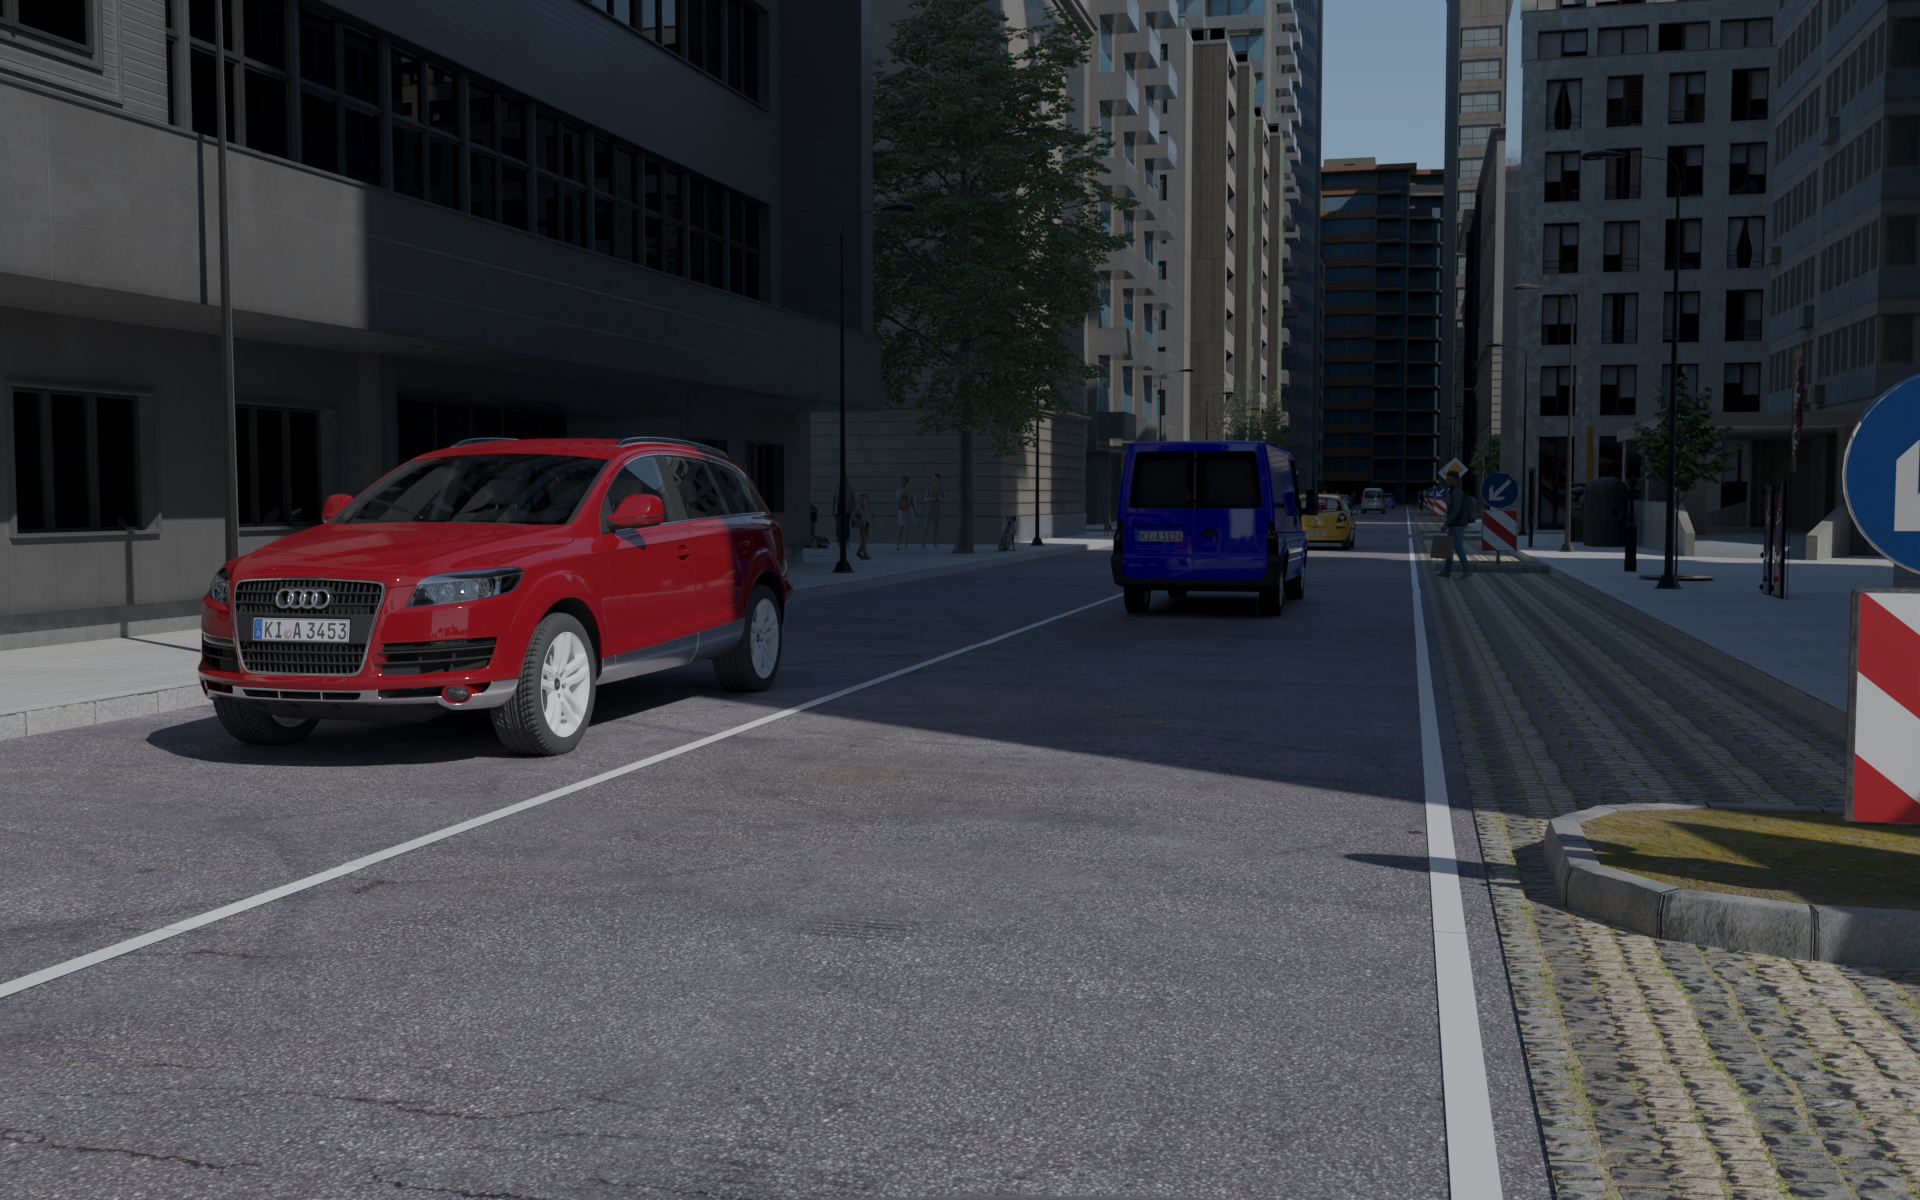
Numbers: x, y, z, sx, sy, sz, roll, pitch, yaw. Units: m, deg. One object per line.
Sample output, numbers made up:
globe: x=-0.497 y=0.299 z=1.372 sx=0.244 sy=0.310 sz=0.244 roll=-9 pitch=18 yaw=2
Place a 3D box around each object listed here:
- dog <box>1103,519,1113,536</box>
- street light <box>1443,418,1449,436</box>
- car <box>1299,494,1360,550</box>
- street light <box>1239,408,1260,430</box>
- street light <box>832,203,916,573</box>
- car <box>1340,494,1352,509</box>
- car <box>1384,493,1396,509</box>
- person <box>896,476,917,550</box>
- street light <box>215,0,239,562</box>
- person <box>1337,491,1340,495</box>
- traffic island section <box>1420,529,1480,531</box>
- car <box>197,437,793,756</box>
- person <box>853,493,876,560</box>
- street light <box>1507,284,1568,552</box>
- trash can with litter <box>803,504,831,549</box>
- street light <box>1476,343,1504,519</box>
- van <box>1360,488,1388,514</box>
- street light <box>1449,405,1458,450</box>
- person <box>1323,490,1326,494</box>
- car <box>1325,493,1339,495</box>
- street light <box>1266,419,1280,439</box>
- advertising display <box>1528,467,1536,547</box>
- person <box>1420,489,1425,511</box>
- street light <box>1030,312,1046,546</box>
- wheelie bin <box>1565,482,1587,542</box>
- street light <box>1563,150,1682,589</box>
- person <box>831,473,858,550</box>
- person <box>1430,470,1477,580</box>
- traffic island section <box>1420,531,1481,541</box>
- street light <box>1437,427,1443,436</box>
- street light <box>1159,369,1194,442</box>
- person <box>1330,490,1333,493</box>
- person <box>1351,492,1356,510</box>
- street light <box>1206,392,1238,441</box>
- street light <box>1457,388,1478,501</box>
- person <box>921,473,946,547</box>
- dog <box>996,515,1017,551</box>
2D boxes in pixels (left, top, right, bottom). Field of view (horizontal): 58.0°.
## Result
dog: x=4.591 y=-2.251 z=53.630 sx=0.406 sy=0.507 sz=0.540 roll=-1 pitch=4 yaw=-17
street light: x=30.133 y=-8.087 z=104.757 sx=1.470 sy=5.913 sz=1.316 roll=1 pitch=4 yaw=14
car: x=9.497 y=-2.166 z=45.642 sx=2.015 sy=1.641 sz=3.980 roll=1 pitch=4 yaw=15
street light: x=15.481 y=-7.399 z=93.520 sx=1.470 sy=5.913 sz=1.316 roll=1 pitch=4 yaw=14
street light: x=-1.384 y=-3.388 z=27.938 sx=1.470 sy=5.913 sz=1.316 roll=1 pitch=4 yaw=14
car: x=36.161 y=-9.322 z=164.209 sx=2.131 sy=1.459 sz=4.920 roll=1 pitch=4 yaw=14
car: x=41.944 y=-9.846 z=170.566 sx=1.945 sy=1.707 sz=3.694 roll=1 pitch=4 yaw=14
person: x=-1.243 y=-1.984 z=39.482 sx=0.512 sy=1.701 sz=0.522 roll=1 pitch=4 yaw=12
street light: x=-5.179 y=-2.493 z=13.298 sx=1.470 sy=5.913 sz=1.316 roll=1 pitch=4 yaw=14
person: x=30.898 y=-8.091 z=141.708 sx=0.541 sy=1.710 sz=0.530 roll=2 pitch=4 yaw=31
traffic island section: x=17.585 y=-2.443 z=62.231 sx=2.009 sy=0.180 sz=2.903 roll=1 pitch=4 yaw=14
car: x=-2.736 y=-0.163 z=11.333 sx=2.281 sy=1.827 sz=5.304 roll=1 pitch=4 yaw=14
person: x=-1.862 y=-1.442 z=33.894 sx=0.475 sy=1.303 sz=0.640 roll=-3 pitch=4 yaw=-36
street light: x=12.934 y=-4.025 z=38.349 sx=1.470 sy=5.913 sz=1.316 roll=1 pitch=4 yaw=14
trash can with litter: x=-3.486 y=-1.821 z=41.162 sx=1.055 sy=1.170 sz=0.624 roll=3 pitch=5 yaw=43
street light: x=16.846 y=-4.946 z=53.414 sx=1.470 sy=5.913 sz=1.316 roll=1 pitch=4 yaw=14
van: x=30.139 y=-7.284 z=126.106 sx=2.013 sy=2.044 sz=4.112 roll=1 pitch=4 yaw=16
street light: x=26.385 y=-7.207 z=90.372 sx=1.470 sy=5.913 sz=1.316 roll=1 pitch=4 yaw=14
person: x=30.038 y=-8.208 z=143.233 sx=0.750 sy=1.759 sz=0.617 roll=-1 pitch=4 yaw=-16
car: x=27.341 y=-7.274 z=127.977 sx=2.155 sy=1.783 sz=4.494 roll=1 pitch=4 yaw=13
street light: x=19.202 y=-8.280 z=107.912 sx=1.470 sy=5.913 sz=1.316 roll=1 pitch=4 yaw=14
advertising display: x=13.866 y=-2.251 z=42.018 sx=0.123 sy=1.923 sz=0.974 roll=1 pitch=4 yaw=20
person: x=38.101 y=-8.237 z=142.807 sx=0.705 sy=1.869 sz=1.348 roll=2 pitch=4 yaw=26
street light: x=2.442 y=-4.294 z=42.742 sx=1.470 sy=5.913 sz=1.316 roll=1 pitch=4 yaw=14
wheelie bin: x=16.655 y=-2.353 z=46.378 sx=0.693 sy=1.594 sz=0.980 roll=-3 pitch=5 yaw=-45
street light: x=9.086 y=-3.114 z=23.453 sx=1.470 sy=5.913 sz=1.316 roll=1 pitch=4 yaw=14
person: x=-2.635 y=-2.079 z=40.216 sx=0.709 sy=1.800 sz=0.728 roll=0 pitch=4 yaw=6
person: x=8.179 y=-1.238 z=28.726 sx=0.713 sy=1.824 sz=0.794 roll=2 pitch=4 yaw=33
traffic island section: x=15.593 y=-1.970 z=54.497 sx=2.009 sy=0.180 sz=2.903 roll=1 pitch=4 yaw=14
street light: x=33.750 y=-8.969 z=119.176 sx=1.470 sy=5.913 sz=1.316 roll=1 pitch=4 yaw=14
street light: x=7.989 y=-5.621 z=64.451 sx=1.470 sy=5.913 sz=1.316 roll=1 pitch=4 yaw=14
person: x=32.366 y=-8.704 z=150.769 sx=0.705 sy=1.831 sz=1.348 roll=1 pitch=4 yaw=9
person: x=35.077 y=-8.826 z=154.276 sx=0.415 sy=1.643 sz=0.593 roll=2 pitch=4 yaw=30
street light: x=11.764 y=-6.502 z=78.849 sx=1.470 sy=5.913 sz=1.316 roll=1 pitch=4 yaw=14
street light: x=22.694 y=-6.326 z=75.972 sx=1.470 sy=5.913 sz=1.316 roll=1 pitch=4 yaw=14
person: x=-0.639 y=-2.162 z=41.727 sx=0.599 sy=1.781 sz=0.374 roll=0 pitch=4 yaw=-4
dog: x=0.951 y=-1.502 z=38.934 sx=0.800 sy=0.831 sz=0.513 roll=-1 pitch=4 yaw=-17
